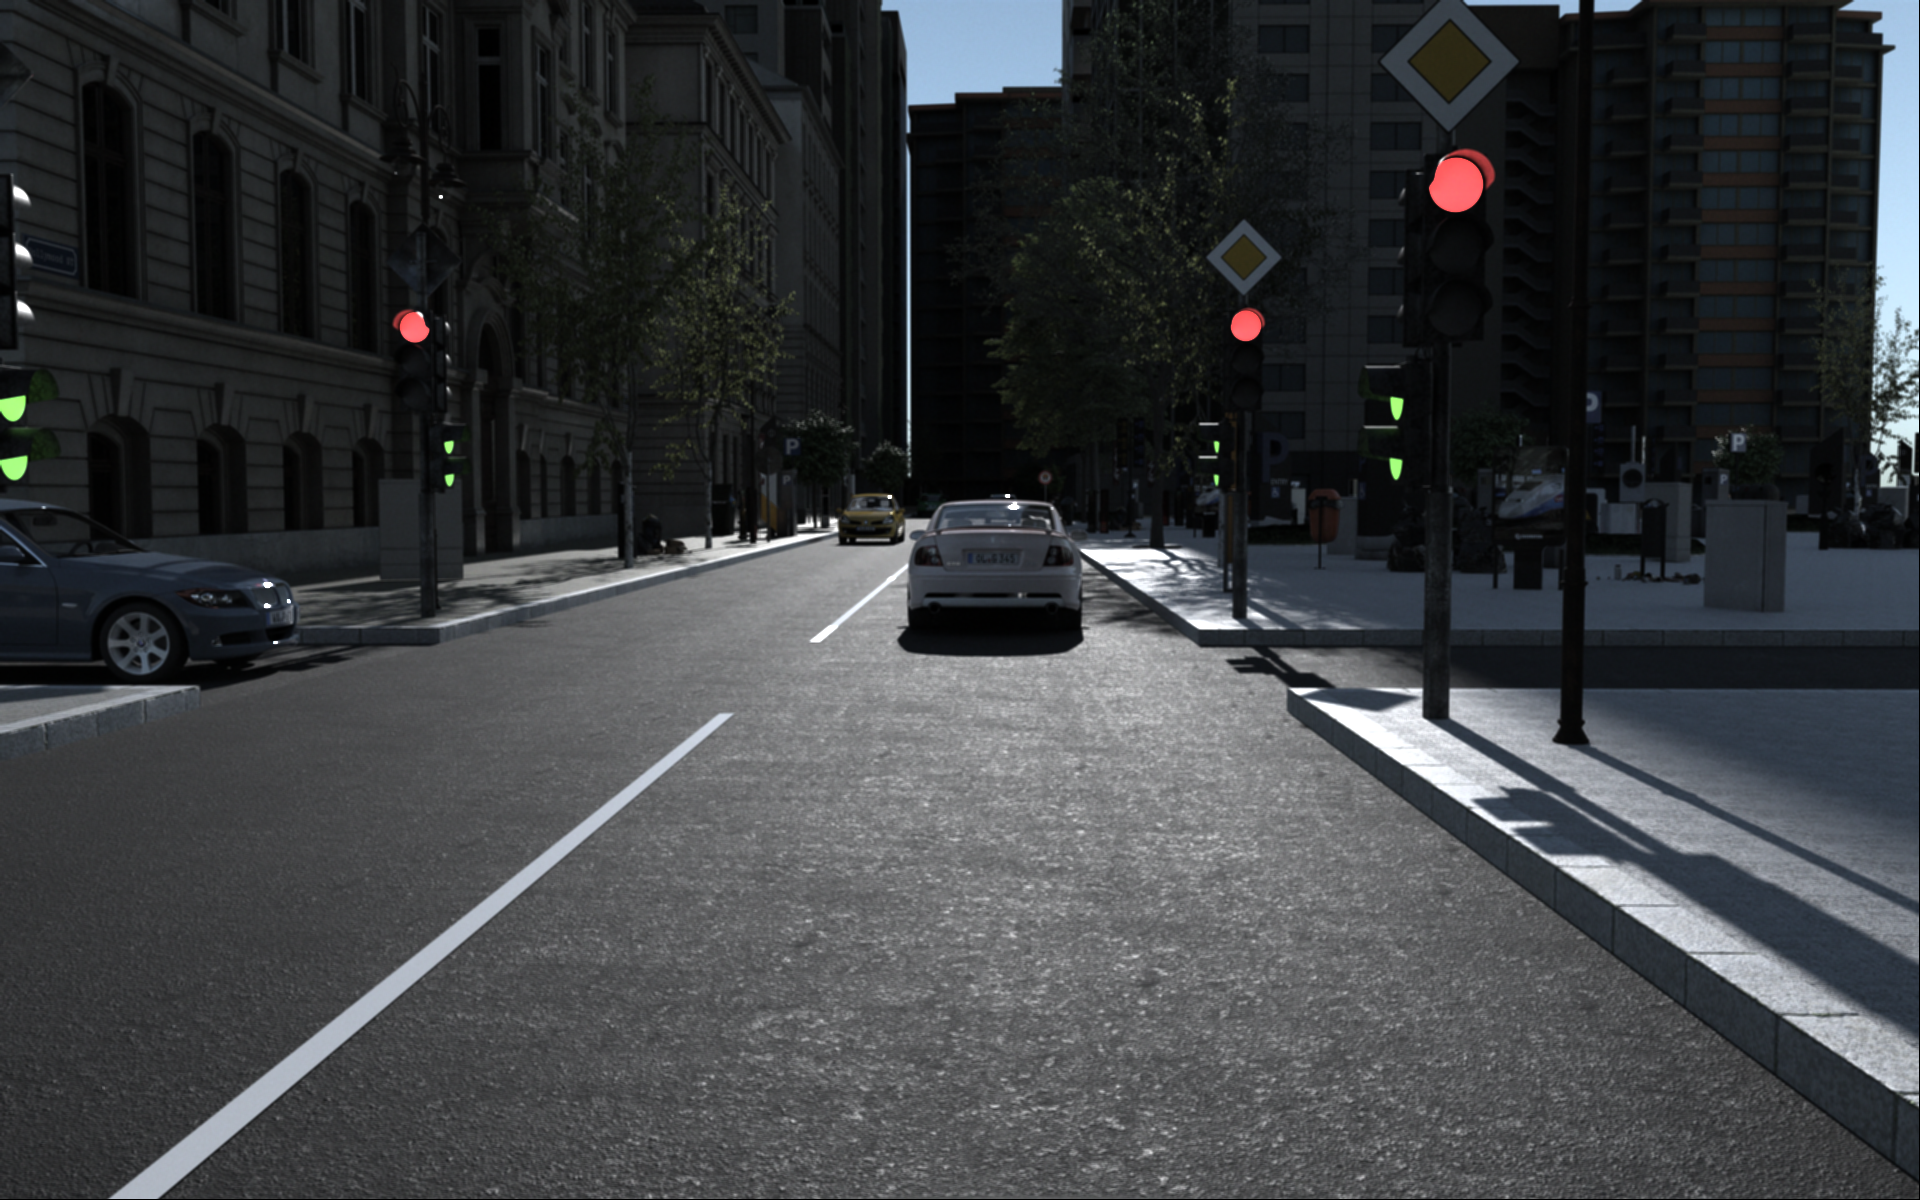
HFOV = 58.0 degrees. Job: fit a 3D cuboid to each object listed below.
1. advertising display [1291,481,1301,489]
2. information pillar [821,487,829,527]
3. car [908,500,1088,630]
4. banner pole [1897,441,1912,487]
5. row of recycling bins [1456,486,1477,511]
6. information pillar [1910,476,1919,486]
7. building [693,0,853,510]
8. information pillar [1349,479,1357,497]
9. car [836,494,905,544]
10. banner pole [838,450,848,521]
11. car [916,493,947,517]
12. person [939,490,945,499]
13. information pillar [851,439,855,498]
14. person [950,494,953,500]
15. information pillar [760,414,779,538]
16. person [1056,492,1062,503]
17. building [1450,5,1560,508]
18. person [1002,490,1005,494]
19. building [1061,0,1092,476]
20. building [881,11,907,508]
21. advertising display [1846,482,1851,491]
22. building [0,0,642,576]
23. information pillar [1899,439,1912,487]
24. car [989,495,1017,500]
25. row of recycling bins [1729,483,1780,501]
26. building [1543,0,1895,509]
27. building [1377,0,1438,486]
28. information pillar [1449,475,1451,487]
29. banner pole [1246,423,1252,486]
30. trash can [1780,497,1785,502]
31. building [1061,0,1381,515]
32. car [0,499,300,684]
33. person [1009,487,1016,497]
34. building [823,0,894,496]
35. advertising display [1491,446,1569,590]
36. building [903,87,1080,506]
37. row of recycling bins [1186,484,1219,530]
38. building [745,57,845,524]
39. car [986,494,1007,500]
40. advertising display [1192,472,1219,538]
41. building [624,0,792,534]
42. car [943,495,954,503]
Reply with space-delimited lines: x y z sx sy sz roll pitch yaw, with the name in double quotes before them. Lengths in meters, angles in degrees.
"advertising display" 15.995 -4.801 83.707 0.974 1.923 0.123 -1 4 -17
"information pillar" -5.237 -3.833 67.169 0.304 2.012 0.304 -1 4 -13
"car" 0.429 -0.449 19.704 2.083 1.381 4.827 0 4 2
"banner pole" 44.265 -5.586 81.342 0.863 3.779 0.401 0 4 -1
"row of recycling bins" 23.734 -4.680 83.636 3.534 1.692 1.069 0 4 -2
"information pillar" 38.085 -3.949 69.053 0.304 2.012 0.304 -1 4 -11
"building" -13.852 -20.148 101.126 14.160 30.474 14.107 0 4 1
"information pillar" 19.519 -4.989 86.057 0.304 2.012 0.304 -3 5 -43
"car" -2.579 -2.489 50.923 2.015 1.641 3.980 0 4 2
"banner pole" -5.184 -5.263 76.063 0.401 3.779 0.863 3 4 36
"car" -1.829 -6.269 111.294 1.959 1.807 4.718 0 4 1
"person" -1.545 -7.534 132.418 1.217 1.736 0.721 3 5 43
"information pillar" -4.552 -5.034 73.661 0.183 3.616 0.504 0 4 8
"person" -0.856 -9.029 159.382 0.557 1.426 1.065 2 4 26
"information pillar" -5.617 -3.643 50.920 0.504 3.616 0.183 -2 4 -27
"person" 9.779 -10.041 172.670 1.348 1.824 0.705 -3 5 -43
"building" 44.646 -31.047 157.732 14.200 45.320 14.600 0 4 1
"person" 4.083 -9.318 160.864 0.705 1.822 1.348 -1 4 -16
"building" 22.824 -34.434 152.231 28.713 52.752 27.495 0 4 1
"building" -12.335 -31.157 159.532 14.200 45.320 14.600 0 4 1
"advertising display" 45.776 -5.192 90.110 0.974 1.923 0.123 1 4 14
"building" -15.682 -13.303 36.594 14.460 24.649 34.723 0 4 1
"information pillar" 40.349 -5.053 73.973 0.504 3.616 0.183 1 4 20
"car" 2.126 -4.497 85.520 2.014 1.417 4.499 0 4 2
"row of recycling bins" 31.181 -3.754 68.489 1.069 1.692 3.534 0 4 -6
"building" 66.114 -30.564 154.347 28.867 44.769 22.147 0 4 1
"building" 17.343 -40.914 107.190 20.563 71.187 20.611 0 4 1
"information pillar" 18.546 -3.767 66.077 0.304 2.012 0.304 0 4 8
"banner pole" 10.132 -4.296 60.256 0.863 3.779 0.401 1 4 22
"trash can" 39.503 -4.413 83.803 0.748 1.137 0.748 0 3 0
"building" 18.252 -42.171 127.748 20.563 71.187 20.611 0 4 1
"car" -7.660 -0.117 13.917 4.499 1.417 2.014 0 4 2
"person" 2.791 -5.280 94.833 0.705 1.822 1.348 2 4 34
"building" -12.957 -28.161 144.029 14.154 41.232 14.086 0 4 1
"advertising display" 7.661 -1.106 23.301 0.974 1.923 0.123 2 4 27
"building" 7.201 -32.701 189.292 28.867 44.769 22.147 0 4 1
"row of recycling bins" 9.188 -3.446 63.451 1.069 1.692 3.534 -1 4 -11
"building" -11.131 -14.291 82.808 9.793 20.994 18.267 0 4 1
"car" 2.940 -7.516 131.675 1.959 1.807 4.718 0 4 0
"advertising display" 7.342 -2.804 51.062 0.974 1.923 0.123 -1 4 -8
"building" -12.574 -12.203 64.150 10.561 19.102 19.286 0 4 1
"car" -1.463 -7.700 138.483 1.945 1.354 3.894 0 4 2
